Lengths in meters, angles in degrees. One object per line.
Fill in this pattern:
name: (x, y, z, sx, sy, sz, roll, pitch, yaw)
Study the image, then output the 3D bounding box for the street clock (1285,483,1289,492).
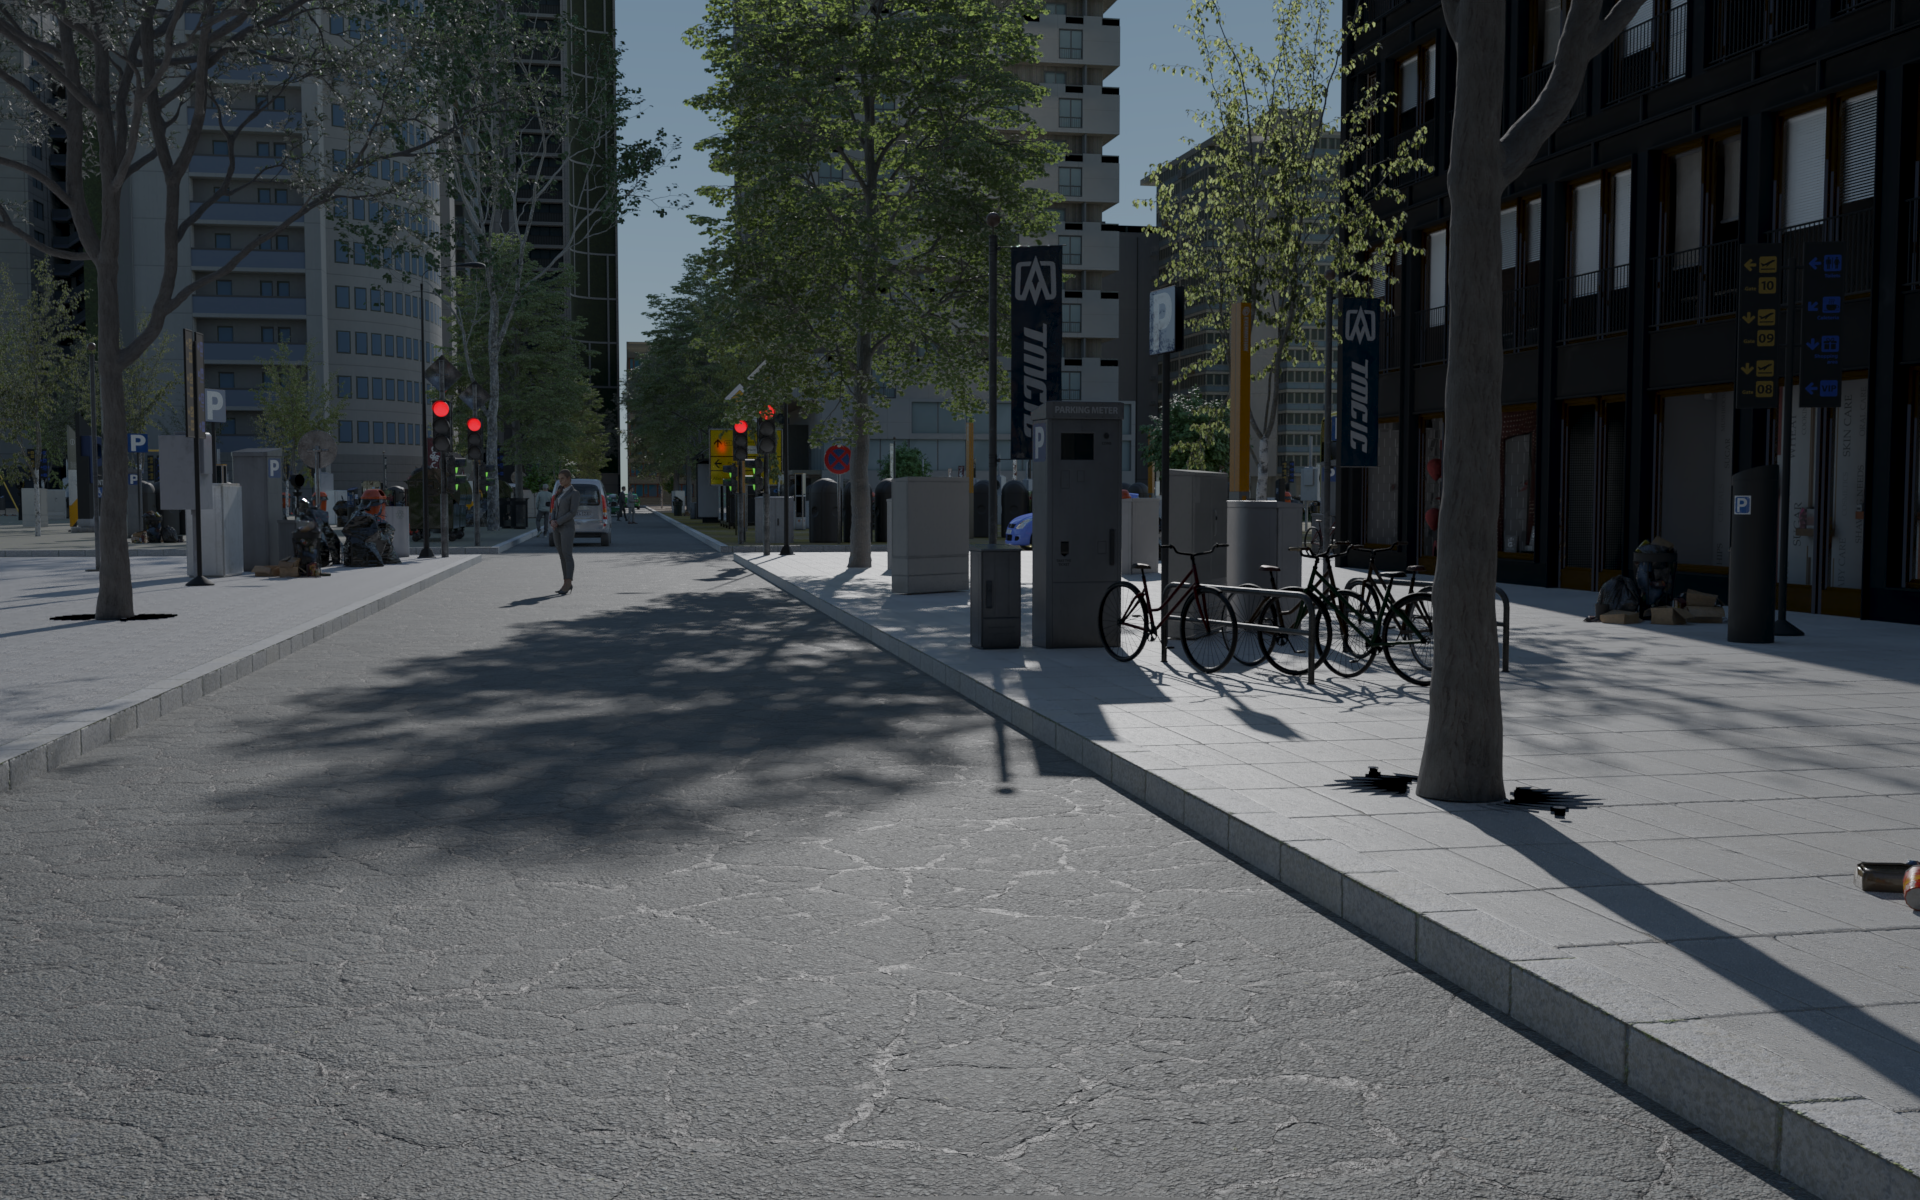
street clock: (22.106, -6.882, 117.094, 0.358, 2.002, 0.471, 0, 4, 6)

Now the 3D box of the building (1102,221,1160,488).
building: (12.740, -25.396, 186.925, 14.107, 30.474, 14.160, -1, 4, -11)

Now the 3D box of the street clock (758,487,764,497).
street clock: (-6.271, -3.074, 54.825, 0.358, 2.002, 0.471, -1, 4, -10)

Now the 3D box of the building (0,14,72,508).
building: (-94.570, -44.214, 161.159, 20.611, 71.187, 20.563, -1, 4, -11)

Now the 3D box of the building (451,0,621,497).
building: (-52.743, -47.428, 213.700, 20.611, 71.187, 20.563, -1, 4, -11)

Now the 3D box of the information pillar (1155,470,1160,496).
information pillar: (12.961, -7.488, 113.788, 0.183, 3.616, 0.504, 2, 4, 34)

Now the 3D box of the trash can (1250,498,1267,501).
trash can: (9.847, -2.817, 57.715, 0.748, 1.137, 0.748, 0, 3, 0)

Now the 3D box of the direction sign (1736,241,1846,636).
direction sign: (7.492, -1.449, 15.685, 0.876, 3.537, 0.379, 1, 4, 12)

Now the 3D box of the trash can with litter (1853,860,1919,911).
trash can with litter: (3.793, 0.343, 5.451, 2.233, 1.210, 1.678, -1, 4, -12)

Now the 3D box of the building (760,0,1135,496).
building: (-2.366, -34.116, 147.027, 28.713, 52.752, 27.495, -1, 4, -11)

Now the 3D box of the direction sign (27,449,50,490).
direction sign: (-46.224, -5.800, 86.825, 0.876, 3.537, 0.379, -2, 4, -29)

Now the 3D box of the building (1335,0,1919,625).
building: (14.133, -11.833, 23.154, 12.332, 23.373, 15.834, -1, 4, -11)

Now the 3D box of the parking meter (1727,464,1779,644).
parking meter: (6.858, -0.402, 14.976, 0.372, 1.533, 0.369, 0, 3, 0)

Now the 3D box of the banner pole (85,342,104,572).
banner pole: (-14.288, -2.380, 28.929, 0.401, 3.779, 0.863, 1, 4, 13)

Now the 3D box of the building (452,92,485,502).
building: (-57.431, -28.776, 162.364, 23.993, 40.220, 32.217, -1, 4, -11)

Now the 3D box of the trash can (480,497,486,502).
trash can: (-21.652, -4.101, 78.712, 0.748, 1.137, 0.748, 0, 3, 0)

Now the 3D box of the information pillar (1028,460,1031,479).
information pillar: (4.459, -7.344, 111.435, 0.183, 3.616, 0.504, -1, 4, -15)

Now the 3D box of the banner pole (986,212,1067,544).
banner pole: (0.519, -1.556, 15.453, 0.863, 3.779, 0.401, 1, 4, 13)

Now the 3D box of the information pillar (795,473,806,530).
information pillar: (-5.660, -3.481, 61.412, 0.304, 2.012, 0.304, 1, 4, 14)

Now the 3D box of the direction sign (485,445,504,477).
direction sign: (-21.614, -5.414, 80.520, 0.876, 3.537, 0.379, 0, 4, 6)

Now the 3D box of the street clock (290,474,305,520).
street clock: (-23.771, -3.523, 62.176, 0.358, 2.002, 0.471, 2, 4, 26)

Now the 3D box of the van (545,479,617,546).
van: (-10.708, -2.561, 48.891, 2.013, 2.044, 4.112, -1, 4, -10)

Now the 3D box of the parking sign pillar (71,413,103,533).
parking sign pillar: (-29.085, -4.259, 58.112, 1.447, 3.967, 1.447, 0, 4, 3)

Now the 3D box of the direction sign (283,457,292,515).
direction sign: (-40.968, -6.946, 105.557, 0.379, 3.537, 0.876, 1, 4, 8)

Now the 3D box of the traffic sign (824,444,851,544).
traffic sign: (-3.118, -2.720, 44.570, 0.768, 2.556, 0.104, -1, 4, -8)

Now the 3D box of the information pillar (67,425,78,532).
information pillar: (-30.243, -4.147, 59.150, 0.183, 3.616, 0.504, 1, 4, 18)

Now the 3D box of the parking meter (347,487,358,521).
parking meter: (-22.012, -3.326, 62.790, 0.372, 1.533, 0.369, 0, 3, 0)

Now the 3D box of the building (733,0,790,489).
building: (-12.008, -38.612, 173.299, 21.231, 58.520, 28.212, -1, 4, -11)

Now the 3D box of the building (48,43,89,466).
building: (-77.991, -31.666, 167.857, 14.200, 45.320, 14.600, -1, 4, -11)

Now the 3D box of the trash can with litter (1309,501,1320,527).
trash can with litter: (13.674, -3.287, 65.130, 1.055, 1.170, 0.624, 0, 4, 7)

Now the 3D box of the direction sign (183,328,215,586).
direction sign: (-10.661, -1.969, 24.189, 0.379, 3.537, 0.876, -1, 4, -9)

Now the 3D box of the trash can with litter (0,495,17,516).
trash can with litter: (-55.868, -5.543, 101.691, 1.678, 1.210, 2.233, 3, 4, 37)

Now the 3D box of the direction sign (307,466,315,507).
direction sign: (-31.424, -5.631, 84.070, 0.379, 3.537, 0.876, 1, 4, 10)

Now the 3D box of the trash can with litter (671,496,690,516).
trash can with litter: (-16.220, -5.470, 100.818, 1.055, 1.170, 0.624, -2, 4, -30)

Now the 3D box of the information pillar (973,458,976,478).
information pillar: (0.835, -7.333, 111.250, 0.183, 3.616, 0.504, 3, 5, 44)

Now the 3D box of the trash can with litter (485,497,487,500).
trash can with litter: (-19.808, -3.795, 73.436, 0.624, 1.170, 1.055, -1, 4, -23)

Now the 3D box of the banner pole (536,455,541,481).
banner pole: (-24.004, -6.646, 98.679, 0.401, 3.779, 0.863, 0, 4, 6)

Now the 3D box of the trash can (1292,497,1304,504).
trash can: (19.036, -5.252, 97.529, 0.748, 1.137, 0.748, 0, 3, 0)

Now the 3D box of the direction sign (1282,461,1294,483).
direction sign: (22.517, -7.766, 118.977, 0.876, 3.537, 0.379, -1, 4, -12)

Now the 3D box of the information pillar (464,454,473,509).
information pillar: (-26.189, -6.177, 92.341, 0.504, 3.616, 0.183, 1, 4, 19)

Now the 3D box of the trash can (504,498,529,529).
trash can: (-16.117, -3.162, 63.345, 0.748, 1.137, 0.748, 0, 3, 0)

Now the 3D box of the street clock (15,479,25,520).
street clock: (-45.835, -4.889, 84.503, 0.358, 2.002, 0.471, 0, 4, 0)

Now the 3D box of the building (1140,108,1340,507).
building: (33.439, -29.905, 180.831, 23.993, 40.220, 32.217, -1, 4, -11)

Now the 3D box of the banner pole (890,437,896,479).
banner pole: (-2.913, -5.211, 75.218, 0.401, 3.779, 0.863, 1, 4, 16)

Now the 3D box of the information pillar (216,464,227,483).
information pillar: (-18.340, -2.349, 42.893, 0.304, 2.012, 0.304, 0, 4, -5)

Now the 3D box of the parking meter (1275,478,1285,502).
parking meter: (11.984, -3.617, 64.851, 0.255, 1.863, 0.399, -1, 4, -13)

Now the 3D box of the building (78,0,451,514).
building: (-48.952, -35.693, 125.578, 21.231, 58.520, 28.212, -1, 4, -11)

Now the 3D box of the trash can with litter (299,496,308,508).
trash can with litter: (-34.305, -4.868, 90.984, 1.055, 1.170, 0.624, 1, 4, 9)

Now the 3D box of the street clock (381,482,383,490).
street clock: (-34.582, -6.040, 103.319, 0.358, 2.002, 0.471, -3, 5, -39)

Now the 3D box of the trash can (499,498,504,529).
trash can: (-16.820, -3.226, 64.403, 0.748, 1.137, 0.748, 0, 3, 0)

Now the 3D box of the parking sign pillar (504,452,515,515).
parking sign pillar: (-28.089, -7.232, 106.718, 1.447, 3.967, 1.447, -1, 4, -18)

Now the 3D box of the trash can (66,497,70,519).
trash can: (-46.635, -4.802, 90.169, 0.748, 1.137, 0.748, 0, 3, 0)

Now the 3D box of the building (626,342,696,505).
building: (-28.185, -23.132, 223.251, 28.899, 21.520, 27.650, -1, 4, -11)

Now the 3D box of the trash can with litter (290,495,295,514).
trash can with litter: (-42.504, -6.139, 111.426, 2.233, 1.210, 1.678, 1, 4, 18)

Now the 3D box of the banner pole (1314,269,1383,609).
banner pole: (4.337, -1.799, 19.437, 0.863, 3.779, 0.401, -1, 4, -15)

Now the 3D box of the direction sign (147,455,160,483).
direction sign: (-47.106, -6.695, 101.453, 0.876, 3.537, 0.379, 0, 4, -4)

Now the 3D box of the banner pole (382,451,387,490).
banner pole: (-33.716, -6.825, 101.601, 0.401, 3.779, 0.863, 0, 4, -3)
